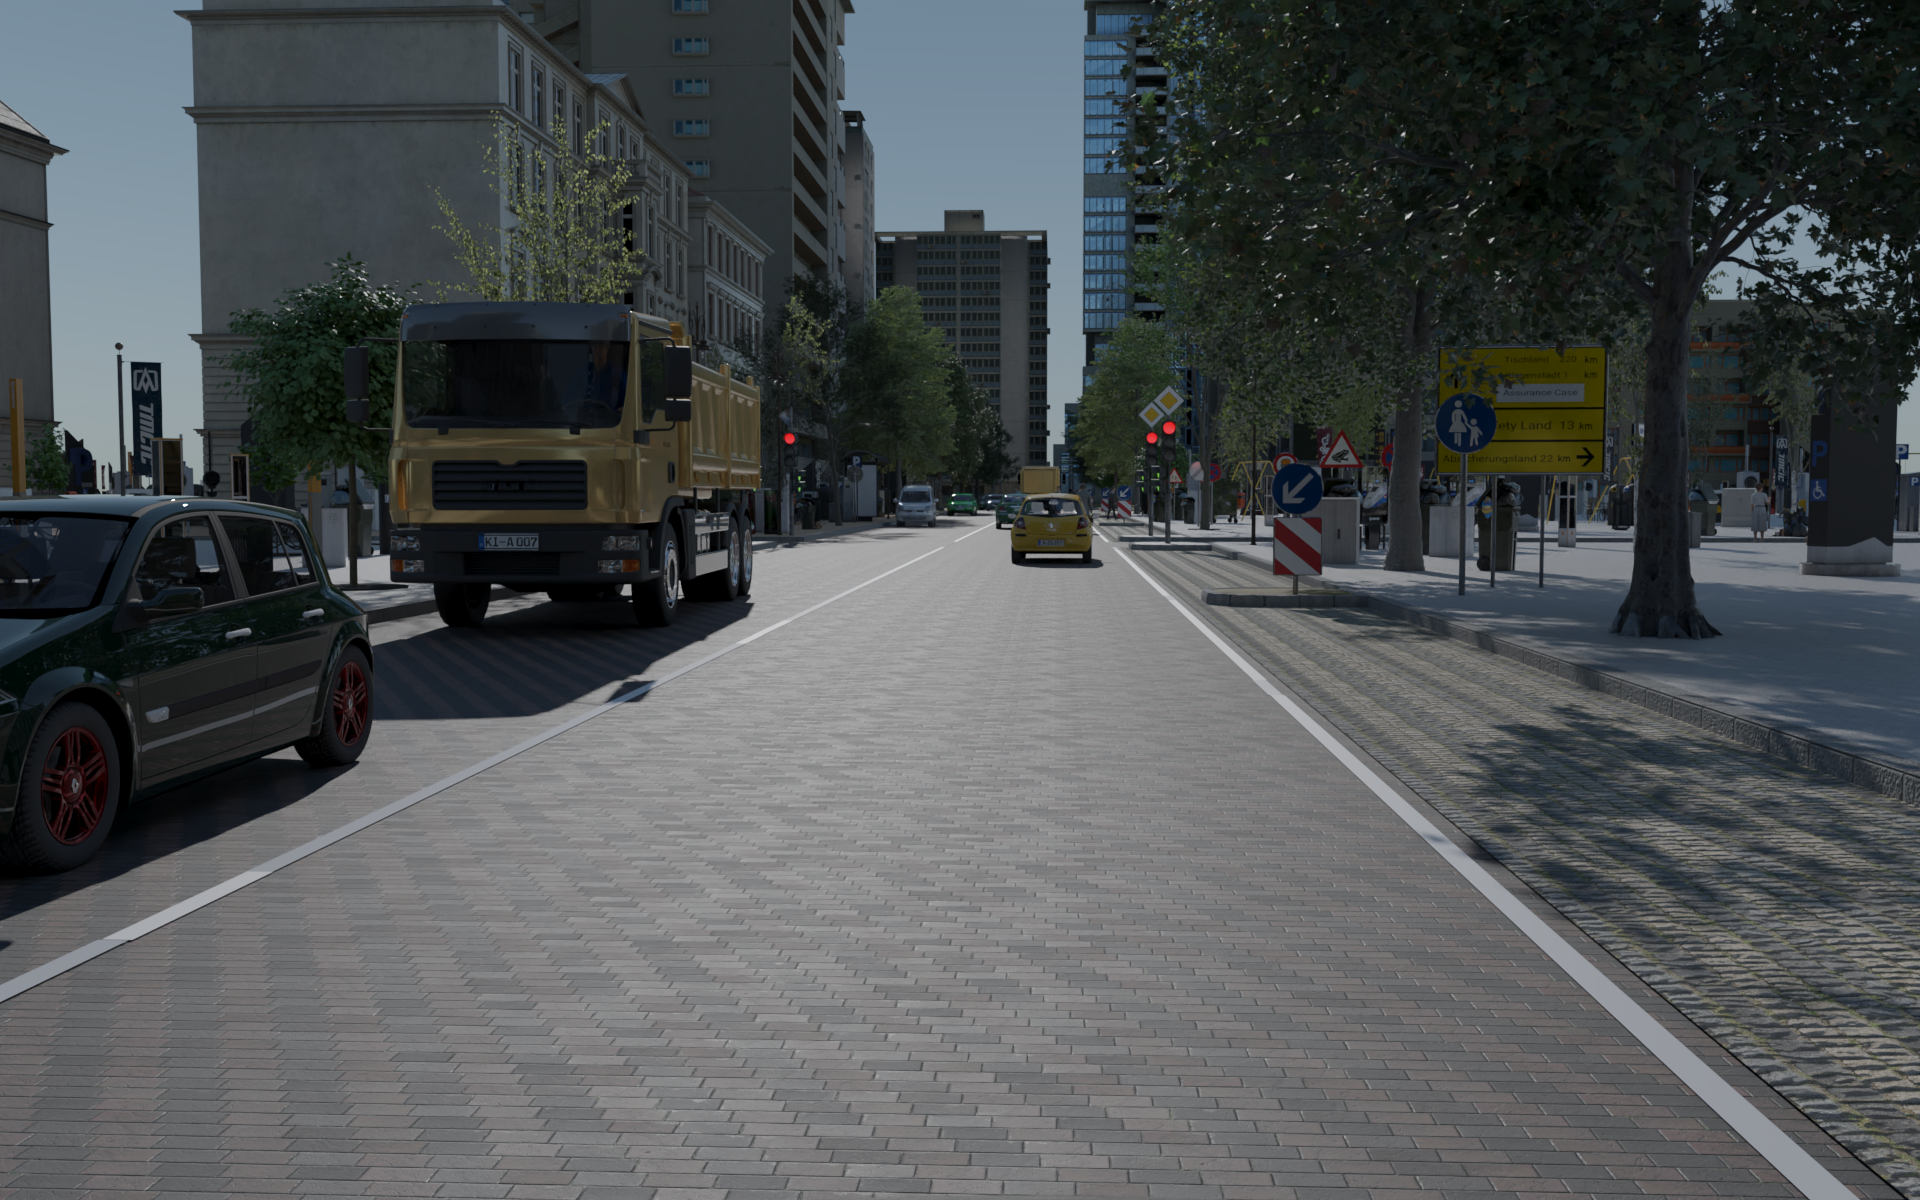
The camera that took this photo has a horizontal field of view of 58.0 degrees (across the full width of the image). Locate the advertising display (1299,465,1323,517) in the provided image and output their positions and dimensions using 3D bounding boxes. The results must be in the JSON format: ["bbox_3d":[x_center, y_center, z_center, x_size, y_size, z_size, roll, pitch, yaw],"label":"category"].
[{"bbox_3d":[7.899,-2.049,38.713,0.123,1.923,0.974,-2,4,-29],"label":"advertising display"}]

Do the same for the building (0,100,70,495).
[{"bbox_3d":[-48.794,-12.643,71.342,19.286,19.102,10.561,0,4,3],"label":"building"}]

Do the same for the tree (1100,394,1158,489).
[{"bbox_3d":[11.932,-10.327,119.208,4.737,8.622,4.395,0,3,0],"label":"tree"}]

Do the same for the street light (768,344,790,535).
[{"bbox_3d":[-5.606,-4.947,53.664,0.468,5.910,1.993,0,4,3],"label":"street light"}]

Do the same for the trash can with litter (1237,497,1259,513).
[{"bbox_3d":[19.678,-6.464,116.737,1.678,1.210,2.233,-3,5,-43],"label":"trash can with litter"}]

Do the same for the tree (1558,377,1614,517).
[{"bbox_3d":[35.072,-9.004,97.577,4.737,8.622,4.395,0,3,0],"label":"tree"}]

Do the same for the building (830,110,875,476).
[{"bbox_3d":[-16.472,-30.803,187.222,14.086,41.232,14.154,0,4,3],"label":"building"}]

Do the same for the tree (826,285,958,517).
[{"bbox_3d":[-3.757,-10.800,94.706,7.486,12.596,7.792,0,3,0],"label":"tree"}]

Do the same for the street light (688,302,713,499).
[{"bbox_3d":[-6.309,-4.217,41.736,0.468,5.910,1.993,0,4,3],"label":"street light"}]

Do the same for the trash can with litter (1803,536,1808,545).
[{"bbox_3d":[21.437,-1.938,43.070,0.624,1.170,1.055,-1,4,-17],"label":"trash can with litter"}]

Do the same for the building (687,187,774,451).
[{"bbox_3d":[-19.272,-16.791,110.695,11.583,22.565,21.152,0,4,3],"label":"building"}]

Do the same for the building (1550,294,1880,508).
[{"bbox_3d":[73.373,-20.261,176.305,28.899,21.520,27.650,0,4,3],"label":"building"}]

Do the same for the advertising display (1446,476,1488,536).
[{"bbox_3d":[11.786,-2.145,40.279,0.974,1.923,0.123,-1,4,-11],"label":"advertising display"}]

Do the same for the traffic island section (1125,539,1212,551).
[{"bbox_3d":[5.413,-1.386,44.950,2.009,0.180,2.903,0,4,3],"label":"traffic island section"}]

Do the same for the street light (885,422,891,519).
[{"bbox_3d":[-3.674,-7.089,88.699,0.468,5.910,1.993,0,4,3],"label":"street light"}]

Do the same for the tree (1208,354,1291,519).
[{"bbox_3d":[14.987,-8.467,88.805,4.360,8.622,3.978,0,3,0],"label":"tree"}]

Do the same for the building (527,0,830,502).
[{"bbox_3d":[-22.572,-31.581,140.045,21.300,48.544,21.600,0,4,3],"label":"building"}]

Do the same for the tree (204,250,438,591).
[{"bbox_3d":[-8.330,-2.428,23.405,4.285,4.588,4.351,0,3,0],"label":"tree"}]

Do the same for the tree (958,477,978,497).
[{"bbox_3d":[1.375,-14.354,185.045,4.360,8.622,3.978,0,3,0],"label":"tree"}]

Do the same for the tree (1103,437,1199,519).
[{"bbox_3d":[10.567,-6.457,89.279,4.285,4.588,4.351,0,3,0],"label":"tree"}]

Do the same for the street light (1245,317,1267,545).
[{"bbox_3d":[7.373,-4.315,43.345,0.468,5.910,1.993,0,4,3],"label":"street light"}]

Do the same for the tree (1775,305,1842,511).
[{"bbox_3d":[27.428,-6.485,56.400,4.360,8.622,3.978,0,3,0],"label":"tree"}]

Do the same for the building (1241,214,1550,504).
[{"bbox_3d":[33.820,-42.695,136.307,20.563,71.187,20.611,0,4,3],"label":"building"}]

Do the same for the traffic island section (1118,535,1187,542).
[{"bbox_3d":[5.851,-1.874,52.923,2.009,0.180,2.903,0,4,3],"label":"traffic island section"}]

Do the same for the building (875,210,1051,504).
[{"bbox_3d":[0.492,-33.501,239.627,23.993,40.220,32.217,0,4,3],"label":"building"}]

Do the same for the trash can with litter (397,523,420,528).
[{"bbox_3d":[-20.685,-3.283,65.064,1.055,1.170,0.624,-1,4,-11],"label":"trash can with litter"}]

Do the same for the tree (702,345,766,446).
[{"bbox_3d":[-11.371,-8.278,85.710,4.737,8.622,4.395,0,3,0],"label":"tree"}]

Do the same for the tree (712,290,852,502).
[{"bbox_3d":[-6.435,-6.829,62.009,4.360,8.622,3.978,0,3,0],"label":"tree"}]

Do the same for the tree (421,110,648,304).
[{"bbox_3d":[-7.803,-5.040,32.772,4.360,8.622,3.978,0,3,0],"label":"tree"}]

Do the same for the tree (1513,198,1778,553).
[{"bbox_3d":[14.414,-5.314,37.246,4.360,8.622,3.978,0,3,0],"label":"tree"}]

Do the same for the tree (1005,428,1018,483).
[{"bbox_3d":[0.091,-15.628,172.523,9.611,12.733,9.660,0,3,0],"label":"tree"}]

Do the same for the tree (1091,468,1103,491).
[{"bbox_3d":[14.298,-10.709,158.812,4.285,4.588,4.351,0,3,0],"label":"tree"}]

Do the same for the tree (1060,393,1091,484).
[{"bbox_3d":[16.330,-17.549,193.577,9.857,13.997,8.962,0,3,0],"label":"tree"}]

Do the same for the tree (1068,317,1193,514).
[{"bbox_3d":[11.280,-11.841,111.724,7.486,12.596,7.792,0,3,0],"label":"tree"}]

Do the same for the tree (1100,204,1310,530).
[{"bbox_3d":[8.755,-8.297,61.407,9.928,11.665,9.643,0,3,0],"label":"tree"}]

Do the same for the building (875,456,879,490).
[{"bbox_3d":[-25.515,-39.678,237.978,27.495,52.752,28.713,0,4,3],"label":"building"}]

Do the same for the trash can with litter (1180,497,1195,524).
[{"bbox_3d":[9.829,-3.869,74.644,0.624,1.170,1.055,1,4,9],"label":"trash can with litter"}]

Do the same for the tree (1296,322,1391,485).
[{"bbox_3d":[16.397,-7.493,72.880,4.737,8.622,4.395,0,3,0],"label":"tree"}]

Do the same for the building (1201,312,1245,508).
[{"bbox_3d":[39.694,-20.268,176.423,27.650,21.520,28.899,0,4,3],"label":"building"}]

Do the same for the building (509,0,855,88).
[{"bbox_3d":[-25.539,-35.233,165.296,28.713,52.752,27.495,0,4,3],"label":"building"}]

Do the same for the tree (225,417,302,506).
[{"bbox_3d":[-14.299,-2.521,35.820,1.663,3.219,1.824,0,3,0],"label":"tree"}]

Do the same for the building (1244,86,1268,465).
[{"bbox_3d":[32.423,-28.816,154.735,14.154,41.232,14.086,0,4,3],"label":"building"}]

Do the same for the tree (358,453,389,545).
[{"bbox_3d":[-14.322,-3.000,43.654,1.663,3.219,1.824,0,3,0],"label":"tree"}]

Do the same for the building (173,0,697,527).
[{"bbox_3d":[-21.596,-16.131,82.831,14.460,24.649,34.723,0,4,3],"label":"building"}]

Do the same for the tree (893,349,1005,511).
[{"bbox_3d":[-1.617,-13.310,134.633,9.611,12.733,9.660,0,3,0],"label":"tree"}]

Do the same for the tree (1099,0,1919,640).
[{"bbox_3d":[6.374,-6.013,15.318,9.611,12.733,9.660,0,3,0],"label":"tree"}]

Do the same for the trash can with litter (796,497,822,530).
[{"bbox_3d":[-5.449,-3.144,62.798,0.624,1.170,1.055,2,4,24],"label":"trash can with litter"}]

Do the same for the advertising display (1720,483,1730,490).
[{"bbox_3d":[43.306,-5.681,98.098,0.123,1.923,0.974,0,4,-2],"label":"advertising display"}]

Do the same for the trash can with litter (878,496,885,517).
[{"bbox_3d":[-4.452,-5.235,96.972,0.624,1.170,1.055,-2,4,-23],"label":"trash can with litter"}]

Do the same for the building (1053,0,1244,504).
[{"bbox_3d":[28.048,-56.141,230.574,31.000,86.520,22.319,0,4,3],"label":"building"}]

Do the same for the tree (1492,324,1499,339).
[{"bbox_3d":[20.182,-7.015,65.056,4.360,8.622,3.978,0,3,0],"label":"tree"}]

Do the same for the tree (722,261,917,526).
[{"bbox_3d":[-5.176,-8.270,69.629,7.601,10.594,8.767,2,4,26],"label":"tree"}]

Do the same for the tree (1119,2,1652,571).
[{"bbox_3d":[7.565,-7.463,28.683,9.857,13.997,8.962,0,3,0],"label":"tree"}]

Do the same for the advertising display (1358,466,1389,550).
[{"bbox_3d":[9.531,-2.126,39.975,0.974,1.923,0.123,-3,4,-38],"label":"advertising display"}]

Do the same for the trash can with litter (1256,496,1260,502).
[{"bbox_3d":[18.407,-5.997,109.432,1.055,1.170,0.624,1,4,16],"label":"trash can with litter"}]

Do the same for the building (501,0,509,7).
[{"bbox_3d":[-37.788,-39.280,184.225,28.212,58.520,21.231,0,4,3],"label":"building"}]
